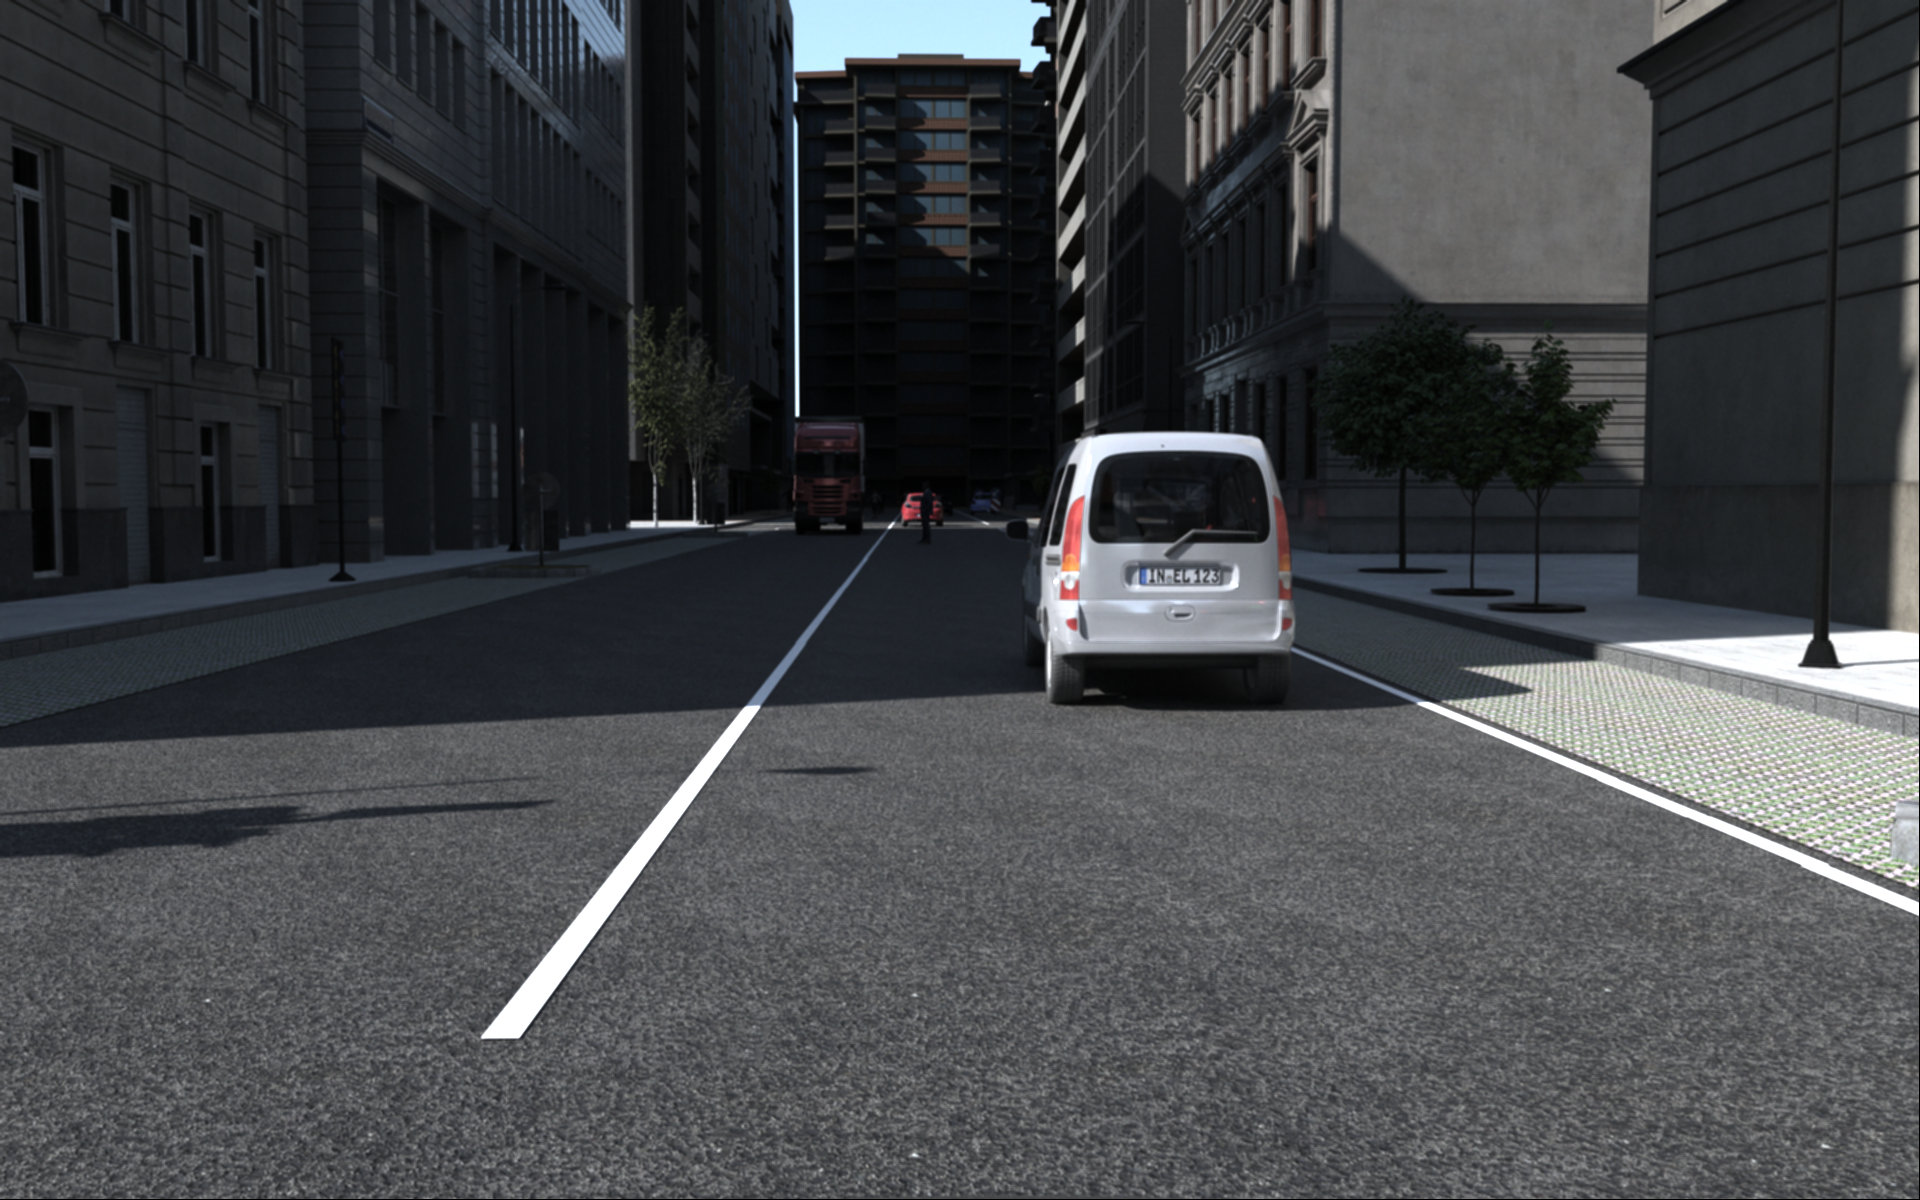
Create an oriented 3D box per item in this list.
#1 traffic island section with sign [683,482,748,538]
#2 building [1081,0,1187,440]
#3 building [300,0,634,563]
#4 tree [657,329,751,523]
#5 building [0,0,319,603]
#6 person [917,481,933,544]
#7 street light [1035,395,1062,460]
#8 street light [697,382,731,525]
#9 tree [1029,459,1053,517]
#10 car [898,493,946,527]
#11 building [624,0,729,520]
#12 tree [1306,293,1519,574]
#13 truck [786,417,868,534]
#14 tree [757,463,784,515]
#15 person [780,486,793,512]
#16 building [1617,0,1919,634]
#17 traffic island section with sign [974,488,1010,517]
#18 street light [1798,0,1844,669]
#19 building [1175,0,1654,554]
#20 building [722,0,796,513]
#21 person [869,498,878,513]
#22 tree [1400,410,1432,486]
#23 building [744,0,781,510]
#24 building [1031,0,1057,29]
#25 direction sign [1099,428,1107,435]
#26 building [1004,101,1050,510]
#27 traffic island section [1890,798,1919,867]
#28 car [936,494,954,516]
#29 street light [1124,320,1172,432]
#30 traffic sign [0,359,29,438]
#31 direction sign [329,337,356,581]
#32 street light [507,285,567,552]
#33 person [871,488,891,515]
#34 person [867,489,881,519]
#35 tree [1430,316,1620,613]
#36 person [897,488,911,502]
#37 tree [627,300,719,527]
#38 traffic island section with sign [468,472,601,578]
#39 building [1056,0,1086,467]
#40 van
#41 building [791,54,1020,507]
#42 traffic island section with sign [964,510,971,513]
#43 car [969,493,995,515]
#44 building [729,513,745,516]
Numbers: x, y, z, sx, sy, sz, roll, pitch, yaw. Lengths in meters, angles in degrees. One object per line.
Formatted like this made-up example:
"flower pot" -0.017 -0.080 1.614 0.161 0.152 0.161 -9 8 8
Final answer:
"traffic island section with sign" -8.073 -2.980 57.356 1.989 1.847 2.006 0 4 -1
"building" 12.995 -16.831 68.690 14.314 27.812 24.014 0 4 -1
"building" -16.720 -16.413 45.840 11.434 29.767 29.804 0 4 -1
"tree" -11.629 -7.736 76.854 4.360 8.622 3.978 0 3 0
"building" -16.898 -13.515 18.226 12.463 27.353 25.104 0 4 -1
"person" -0.973 -2.531 50.064 0.419 1.800 0.721 -1 4 -16
"street light" 4.181 -6.635 81.020 1.470 5.913 1.316 0 4 -1
"street light" -10.223 -6.088 72.087 1.470 5.913 1.316 0 4 -1
"tree" 4.474 -6.168 95.455 1.663 3.219 1.824 0 3 0
"car" -1.695 -4.179 77.366 2.155 1.783 4.494 0 4 -3
"building" -19.565 -19.305 87.346 14.160 30.474 14.107 0 4 -1
"tree" 7.401 -2.740 28.507 4.285 4.588 4.351 0 3 0
"truck" -4.839 -4.649 64.928 2.839 4.237 11.283 0 4 -3
"tree" -11.758 -6.929 107.883 1.663 3.219 1.824 0 3 0
"person" -12.084 -7.142 122.831 1.348 1.821 0.705 0 4 -7
"building" 23.039 -11.082 14.468 30.059 22.955 16.112 0 4 -1
"traffic island section with sign" 2.060 -6.059 107.696 1.989 1.847 2.006 0 4 -1
"street light" 5.866 -2.457 12.714 1.470 5.913 1.316 0 4 -1
"building" 12.598 -12.852 46.290 11.583 22.565 21.152 0 4 -1
"building" -21.624 -30.390 146.982 14.200 45.320 14.600 0 4 -1
"person" -6.515 -7.368 132.229 1.065 1.426 0.557 2 4 29
"tree" 6.442 -1.686 22.164 1.663 3.219 1.824 0 3 0
"building" -27.190 -32.605 122.337 28.713 52.752 27.495 0 4 -1
"building" 16.193 -28.285 117.085 22.147 44.769 28.867 0 4 -1
"direction sign" 4.956 -4.163 60.054 0.379 3.537 0.876 1 4 19
"building" 20.101 -27.635 143.714 32.217 40.220 23.993 0 4 -1
"traffic island section" 4.678 0.997 5.975 2.009 0.180 2.903 0 4 -1
"car" -1.369 -6.385 114.185 2.009 1.686 4.222 0 4 -2
"street light" 5.086 -4.517 46.387 1.470 5.913 1.316 0 4 -1
"traffic sign" -9.012 -0.976 16.062 0.768 2.556 0.104 0 4 1
"direction sign" -9.125 -2.048 25.486 0.379 3.537 0.876 -1 4 -10
"street light" -9.405 -4.037 38.552 1.470 5.913 1.316 0 4 -1
"person" -5.422 -6.780 118.991 1.348 1.869 0.705 0 4 6
"person" -4.961 -5.547 99.986 1.217 1.735 0.721 3 5 42
"tree" 6.425 -1.488 18.924 1.663 3.219 1.824 0 3 0
"person" -3.199 -5.969 106.102 1.348 1.824 0.705 0 4 3
"tree" -11.548 -7.126 66.866 4.737 8.622 4.395 0 3 0
"traffic island section with sign" -7.373 -1.324 30.281 1.989 1.847 2.006 0 4 -1
"building" 16.637 -28.629 91.786 21.300 48.544 21.600 0 4 -1
"van" 1.382 -0.379 13.201 2.013 2.044 4.112 0 4 -1
"building" -3.658 -31.852 175.399 28.867 44.769 22.147 0 4 -1
"traffic island section with sign" 1.347 -7.741 135.200 1.989 1.847 2.006 0 4 -1
"car" 1.576 -6.684 118.872 1.945 1.707 3.694 0 3 0
"building" -20.059 -27.626 101.792 14.600 45.320 14.200 0 4 -1
